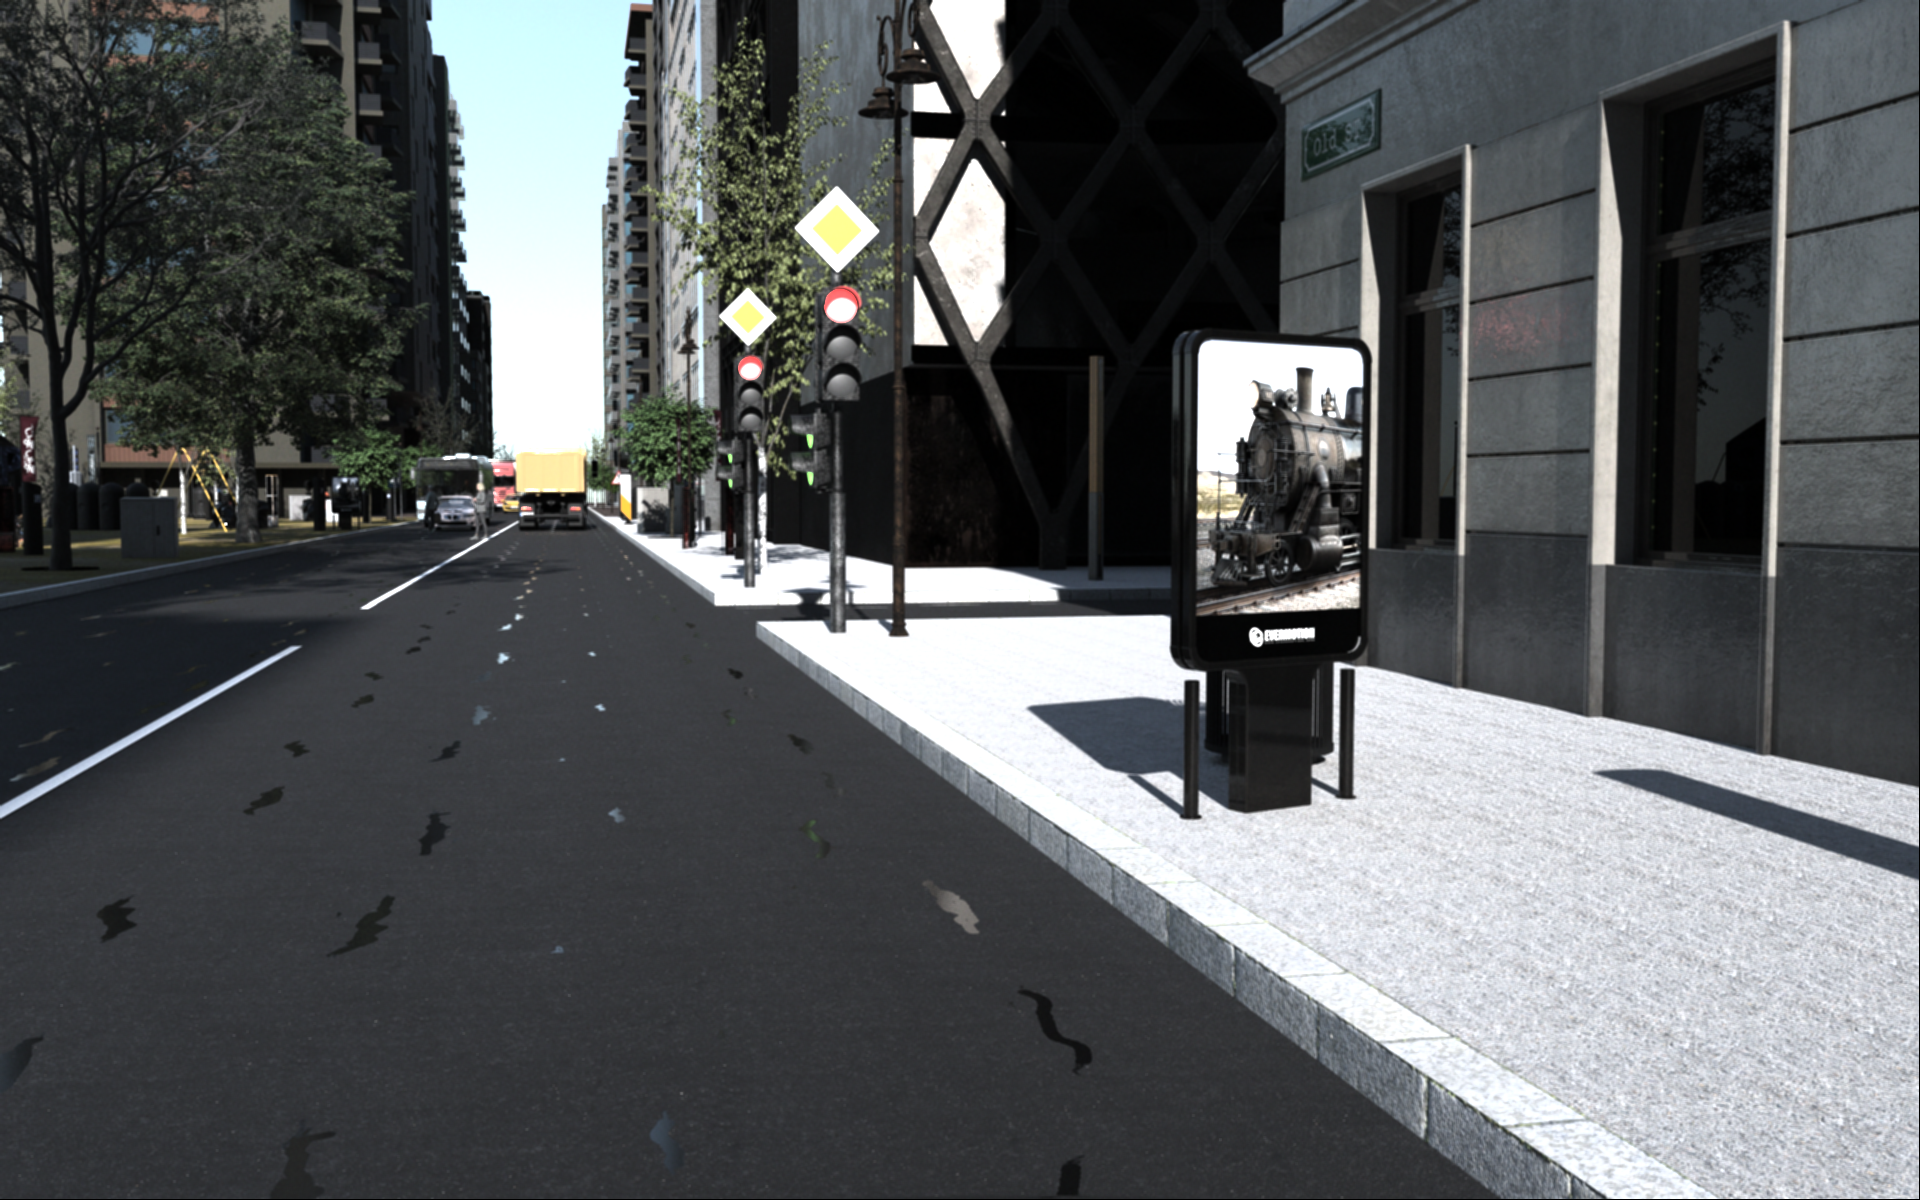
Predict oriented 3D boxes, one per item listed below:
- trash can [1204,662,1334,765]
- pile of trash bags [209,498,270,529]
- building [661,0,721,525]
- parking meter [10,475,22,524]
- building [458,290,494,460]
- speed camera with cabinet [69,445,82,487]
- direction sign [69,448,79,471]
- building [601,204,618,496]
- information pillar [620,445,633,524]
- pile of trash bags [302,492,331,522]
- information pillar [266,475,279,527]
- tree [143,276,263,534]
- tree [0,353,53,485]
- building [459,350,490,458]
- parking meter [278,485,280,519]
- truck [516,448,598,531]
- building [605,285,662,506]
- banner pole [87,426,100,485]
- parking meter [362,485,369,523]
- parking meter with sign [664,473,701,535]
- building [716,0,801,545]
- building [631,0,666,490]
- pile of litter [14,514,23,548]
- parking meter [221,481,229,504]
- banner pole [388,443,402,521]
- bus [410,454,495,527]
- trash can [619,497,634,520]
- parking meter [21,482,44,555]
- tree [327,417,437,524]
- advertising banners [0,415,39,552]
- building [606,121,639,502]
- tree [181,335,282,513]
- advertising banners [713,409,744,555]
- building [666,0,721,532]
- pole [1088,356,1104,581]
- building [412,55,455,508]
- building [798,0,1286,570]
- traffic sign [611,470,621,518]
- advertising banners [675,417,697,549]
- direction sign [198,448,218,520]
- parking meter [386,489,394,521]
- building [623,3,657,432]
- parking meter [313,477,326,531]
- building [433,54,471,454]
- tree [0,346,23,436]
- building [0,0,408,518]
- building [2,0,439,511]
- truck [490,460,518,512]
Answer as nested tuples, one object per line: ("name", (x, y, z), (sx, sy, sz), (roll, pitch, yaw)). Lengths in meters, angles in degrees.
("trash can", (1.482, 0.206, 8.284), (0.748, 1.137, 0.748), (0, 3, 0))
("pile of trash bags", (-26.546, -3.322, 64.073), (1.912, 1.369, 3.447), (-2, 4, -33))
("building", (-8.602, -16.581, 89.125), (12.078, 24.808, 19.932), (-1, 4, -13))
("parking meter", (-29.345, -2.953, 53.992), (0.255, 1.863, 0.399), (1, 4, 17))
("building", (-72.596, -28.706, 241.050), (14.160, 30.474, 14.107), (-1, 4, -13))
("speed camera with cabinet", (-36.027, -4.693, 71.060), (0.660, 3.252, 2.038), (1, 4, 8))
("direction sign", (-44.175, -5.752, 86.046), (0.876, 3.537, 0.379), (1, 4, 9))
("building", (-43.804, -34.471, 247.190), (14.154, 41.232, 14.086), (-1, 4, -13))
("information pillar", (-14.168, -5.024, 73.504), (0.504, 3.616, 0.183), (1, 4, 22))
("pile of trash bags", (-30.145, -4.423, 82.066), (1.912, 1.369, 3.447), (-1, 4, -18))
("information pillar", (-26.522, -3.810, 66.785), (0.304, 2.012, 0.304), (1, 4, 17))
("tree", (-24.657, -6.419, 55.310), (4.360, 8.622, 3.978), (0, 3, 0))
("tree", (-47.726, -8.347, 86.835), (4.360, 8.622, 3.978), (0, 3, 0))
("building", (-74.353, -22.867, 218.921), (27.650, 21.520, 28.899), (-1, 4, -13))
("parking meter", (-35.743, -5.180, 90.410), (0.255, 1.863, 0.399), (3, 5, 39))
("truck", (-16.739, -4.622, 71.490), (3.469, 3.379, 9.791), (-1, 4, -11))
("building", (-24.732, -31.104, 200.433), (32.217, 40.220, 23.993), (-1, 4, -13))
("banner pole", (-32.114, -4.544, 64.313), (0.863, 3.779, 0.401), (2, 4, 29))
("parking meter", (-26.791, -4.433, 78.188), (0.255, 1.863, 0.399), (-3, 5, -41))
("parking meter with sign", (-8.753, -3.589, 54.938), (0.543, 3.016, 1.738), (-3, 5, -45))
("building", (-0.458, -13.617, 52.308), (12.332, 23.373, 15.834), (-1, 4, -13))
("building", (-14.840, -42.449, 132.285), (20.563, 71.187, 20.611), (-1, 4, -13))
("pile of litter", (-22.894, -1.704, 41.824), (1.176, 0.858, 1.719), (0, 4, 0))
("parking meter", (-33.544, -4.486, 79.061), (0.255, 1.863, 0.399), (-2, 4, -33))
("banner pole", (-27.517, -5.779, 84.508), (0.863, 3.779, 0.401), (-2, 4, -32))
("bus", (-22.832, -5.127, 78.678), (2.948, 3.499, 13.247), (-1, 4, -12))
("trash can", (-16.258, -4.458, 84.547), (0.748, 1.137, 0.748), (0, 3, 0))
("parking meter", (-19.531, -1.716, 36.470), (0.372, 1.533, 0.369), (0, 3, 0))
("tree", (-25.422, -5.539, 74.280), (4.285, 4.588, 4.351), (0, 3, 0))
("advertising banners", (-21.055, -2.562, 38.073), (0.090, 3.025, 2.074), (1, 4, 19))
("building", (-34.491, -37.077, 225.820), (23.786, 49.044, 30.456), (-1, 4, -13))
("tree", (-30.157, -7.447, 72.122), (4.737, 8.622, 4.395), (0, 3, 0))
("advertising banners", (-4.877, -2.477, 36.687), (0.090, 3.025, 2.074), (1, 4, 11))
("building", (-5.065, -15.382, 69.525), (12.078, 24.808, 19.932), (-1, 4, -13))
("pole", (2.021, -1.947, 25.676), (0.158, 3.312, 0.155), (0, 3, 0))
("building", (-53.316, -28.857, 155.412), (14.154, 41.232, 14.086), (-1, 4, -13))
("building", (6.038, -10.327, 36.292), (16.811, 18.784, 16.820), (-1, 4, -13))
("traffic sign", (-18.644, -5.794, 94.740), (0.884, 2.594, 0.081), (0, 4, -5))
("advertising banners", (-6.441, -2.720, 40.655), (0.090, 3.025, 2.074), (0, 4, 3))
("direction sign", (-36.700, -5.664, 84.606), (0.876, 3.537, 0.379), (-1, 4, -8))
("parking meter", (-27.627, -4.618, 83.912), (0.372, 1.533, 0.369), (0, 3, 0))
("building", (-18.973, -30.755, 157.475), (22.147, 44.769, 28.867), (-1, 4, -13))
("parking meter", (-22.442, -3.362, 60.676), (0.255, 1.863, 0.399), (1, 4, 14))
("building", (-65.829, -34.864, 189.635), (23.786, 49.044, 30.456), (-1, 4, -13))
("tree", (-43.979, -7.662, 75.631), (4.737, 8.622, 4.395), (0, 3, 0))
("building", (-46.305, -27.606, 105.990), (22.147, 44.769, 28.867), (-1, 4, -13))
("building", (-54.946, -33.236, 132.653), (28.713, 52.752, 27.495), (-1, 4, -13))
("truck", (-37.784, -9.409, 142.751), (2.839, 4.237, 11.283), (-1, 4, -13))
